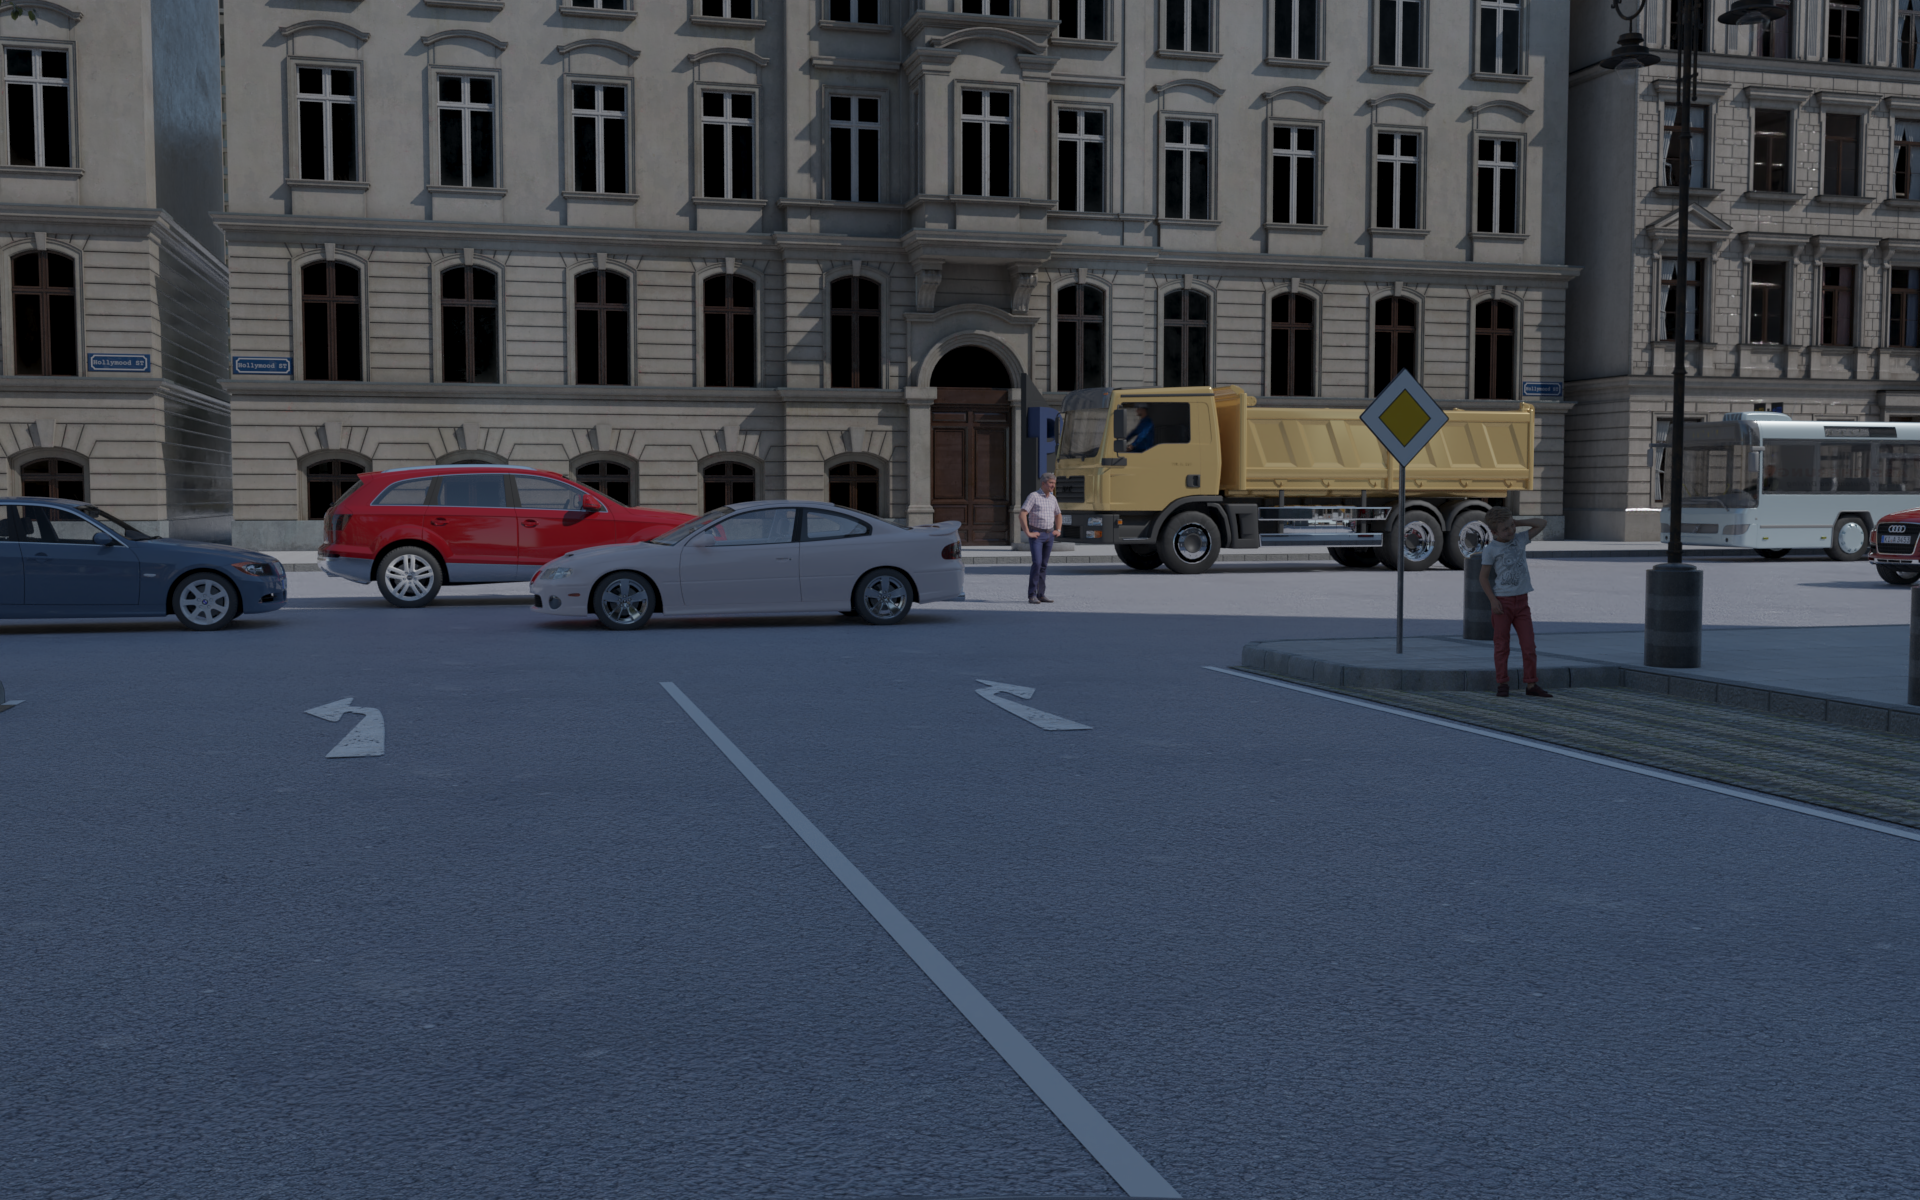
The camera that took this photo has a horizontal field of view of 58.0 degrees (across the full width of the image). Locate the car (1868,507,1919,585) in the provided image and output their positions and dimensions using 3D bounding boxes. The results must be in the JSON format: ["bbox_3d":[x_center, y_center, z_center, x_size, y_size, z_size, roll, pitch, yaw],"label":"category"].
[{"bbox_3d":[16.764,-1.127,27.105,5.304,1.827,2.281,-1,4,-16],"label":"car"}]

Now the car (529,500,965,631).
[{"bbox_3d":[-2.335,-0.428,19.362,4.827,1.381,2.083,-1,4,-15],"label":"car"}]

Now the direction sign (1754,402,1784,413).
[{"bbox_3d":[20.039,-3.121,43.026,0.379,3.537,0.876,-1,4,-23],"label":"direction sign"}]

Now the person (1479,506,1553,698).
[{"bbox_3d":[3.918,0.013,12.191,0.435,1.345,0.340,-1,4,-12],"label":"person"}]

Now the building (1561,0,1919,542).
[{"bbox_3d":[25.319,-11.504,52.725,19.286,19.102,10.561,-1,4,-15],"label":"building"}]

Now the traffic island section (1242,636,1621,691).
[{"bbox_3d":[3.555,0.509,13.959,2.009,0.180,2.903,-1,4,-15],"label":"traffic island section"}]

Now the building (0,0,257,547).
[{"bbox_3d":[-35.202,-13.371,37.701,34.723,24.649,14.460,-1,4,-15],"label":"building"}]

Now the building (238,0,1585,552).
[{"bbox_3d":[-1.180,-13.946,47.094,34.723,24.649,14.460,-1,4,-15],"label":"building"}]

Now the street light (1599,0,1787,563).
[{"bbox_3d":[5.668,-2.496,13.601,0.468,5.910,1.993,-1,4,-15],"label":"street light"}]

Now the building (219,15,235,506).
[{"bbox_3d":[-68.227,-27.265,137.657,23.993,40.220,32.217,-1,4,-15],"label":"building"}]

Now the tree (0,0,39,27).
[{"bbox_3d":[-7.234,-3.468,9.521,4.360,8.622,3.978,0,3,0],"label":"tree"}]

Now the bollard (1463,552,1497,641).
[{"bbox_3d":[4.662,-0.037,15.319,0.404,0.777,0.398,0,3,0],"label":"bollard"}]

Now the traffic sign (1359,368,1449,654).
[{"bbox_3d":[3.534,-0.626,13.876,0.795,2.450,0.064,-1,4,-15],"label":"traffic sign"}]

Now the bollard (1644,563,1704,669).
[{"bbox_3d":[5.318,0.111,12.908,0.404,0.777,0.398,0,3,0],"label":"bollard"}]

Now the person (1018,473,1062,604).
[{"bbox_3d":[1.119,-0.819,22.827,0.756,1.711,0.436,-2,4,-33],"label":"person"}]

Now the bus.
[{"bbox_3d":[21.202,-2.670,38.511,13.247,3.499,2.948,-1,4,-17],"label":"bus"}]

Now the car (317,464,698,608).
[{"bbox_3d":[-5.722,-0.878,23.024,5.304,1.827,2.281,-1,4,-15],"label":"car"}]

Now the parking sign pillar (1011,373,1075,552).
[{"bbox_3d":[1.880,-3.096,39.093,1.447,3.967,1.447,2,4,33],"label":"parking sign pillar"}]

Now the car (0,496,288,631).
[{"bbox_3d":[-9.552,-0.391,18.396,4.499,1.417,2.014,-1,4,-17],"label":"car"}]

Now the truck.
[{"bbox_3d":[5.821,-2.233,32.436,9.791,3.379,3.469,-1,4,-16],"label":"truck"}]

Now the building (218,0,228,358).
[{"bbox_3d":[-56.435,-28.302,112.853,14.600,45.320,14.200,-1,4,-15],"label":"building"}]

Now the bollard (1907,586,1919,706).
[{"bbox_3d":[5.981,0.258,10.498,0.404,0.777,0.398,0,3,0],"label":"bollard"}]

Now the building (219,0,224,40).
[{"bbox_3d":[-81.337,-46.090,191.816,20.611,71.187,20.563,-1,4,-15],"label":"building"}]

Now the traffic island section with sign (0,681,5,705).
[{"bbox_3d":[-7.415,-0.188,11.217,2.006,1.907,1.989,-1,4,-15],"label":"traffic island section with sign"}]
